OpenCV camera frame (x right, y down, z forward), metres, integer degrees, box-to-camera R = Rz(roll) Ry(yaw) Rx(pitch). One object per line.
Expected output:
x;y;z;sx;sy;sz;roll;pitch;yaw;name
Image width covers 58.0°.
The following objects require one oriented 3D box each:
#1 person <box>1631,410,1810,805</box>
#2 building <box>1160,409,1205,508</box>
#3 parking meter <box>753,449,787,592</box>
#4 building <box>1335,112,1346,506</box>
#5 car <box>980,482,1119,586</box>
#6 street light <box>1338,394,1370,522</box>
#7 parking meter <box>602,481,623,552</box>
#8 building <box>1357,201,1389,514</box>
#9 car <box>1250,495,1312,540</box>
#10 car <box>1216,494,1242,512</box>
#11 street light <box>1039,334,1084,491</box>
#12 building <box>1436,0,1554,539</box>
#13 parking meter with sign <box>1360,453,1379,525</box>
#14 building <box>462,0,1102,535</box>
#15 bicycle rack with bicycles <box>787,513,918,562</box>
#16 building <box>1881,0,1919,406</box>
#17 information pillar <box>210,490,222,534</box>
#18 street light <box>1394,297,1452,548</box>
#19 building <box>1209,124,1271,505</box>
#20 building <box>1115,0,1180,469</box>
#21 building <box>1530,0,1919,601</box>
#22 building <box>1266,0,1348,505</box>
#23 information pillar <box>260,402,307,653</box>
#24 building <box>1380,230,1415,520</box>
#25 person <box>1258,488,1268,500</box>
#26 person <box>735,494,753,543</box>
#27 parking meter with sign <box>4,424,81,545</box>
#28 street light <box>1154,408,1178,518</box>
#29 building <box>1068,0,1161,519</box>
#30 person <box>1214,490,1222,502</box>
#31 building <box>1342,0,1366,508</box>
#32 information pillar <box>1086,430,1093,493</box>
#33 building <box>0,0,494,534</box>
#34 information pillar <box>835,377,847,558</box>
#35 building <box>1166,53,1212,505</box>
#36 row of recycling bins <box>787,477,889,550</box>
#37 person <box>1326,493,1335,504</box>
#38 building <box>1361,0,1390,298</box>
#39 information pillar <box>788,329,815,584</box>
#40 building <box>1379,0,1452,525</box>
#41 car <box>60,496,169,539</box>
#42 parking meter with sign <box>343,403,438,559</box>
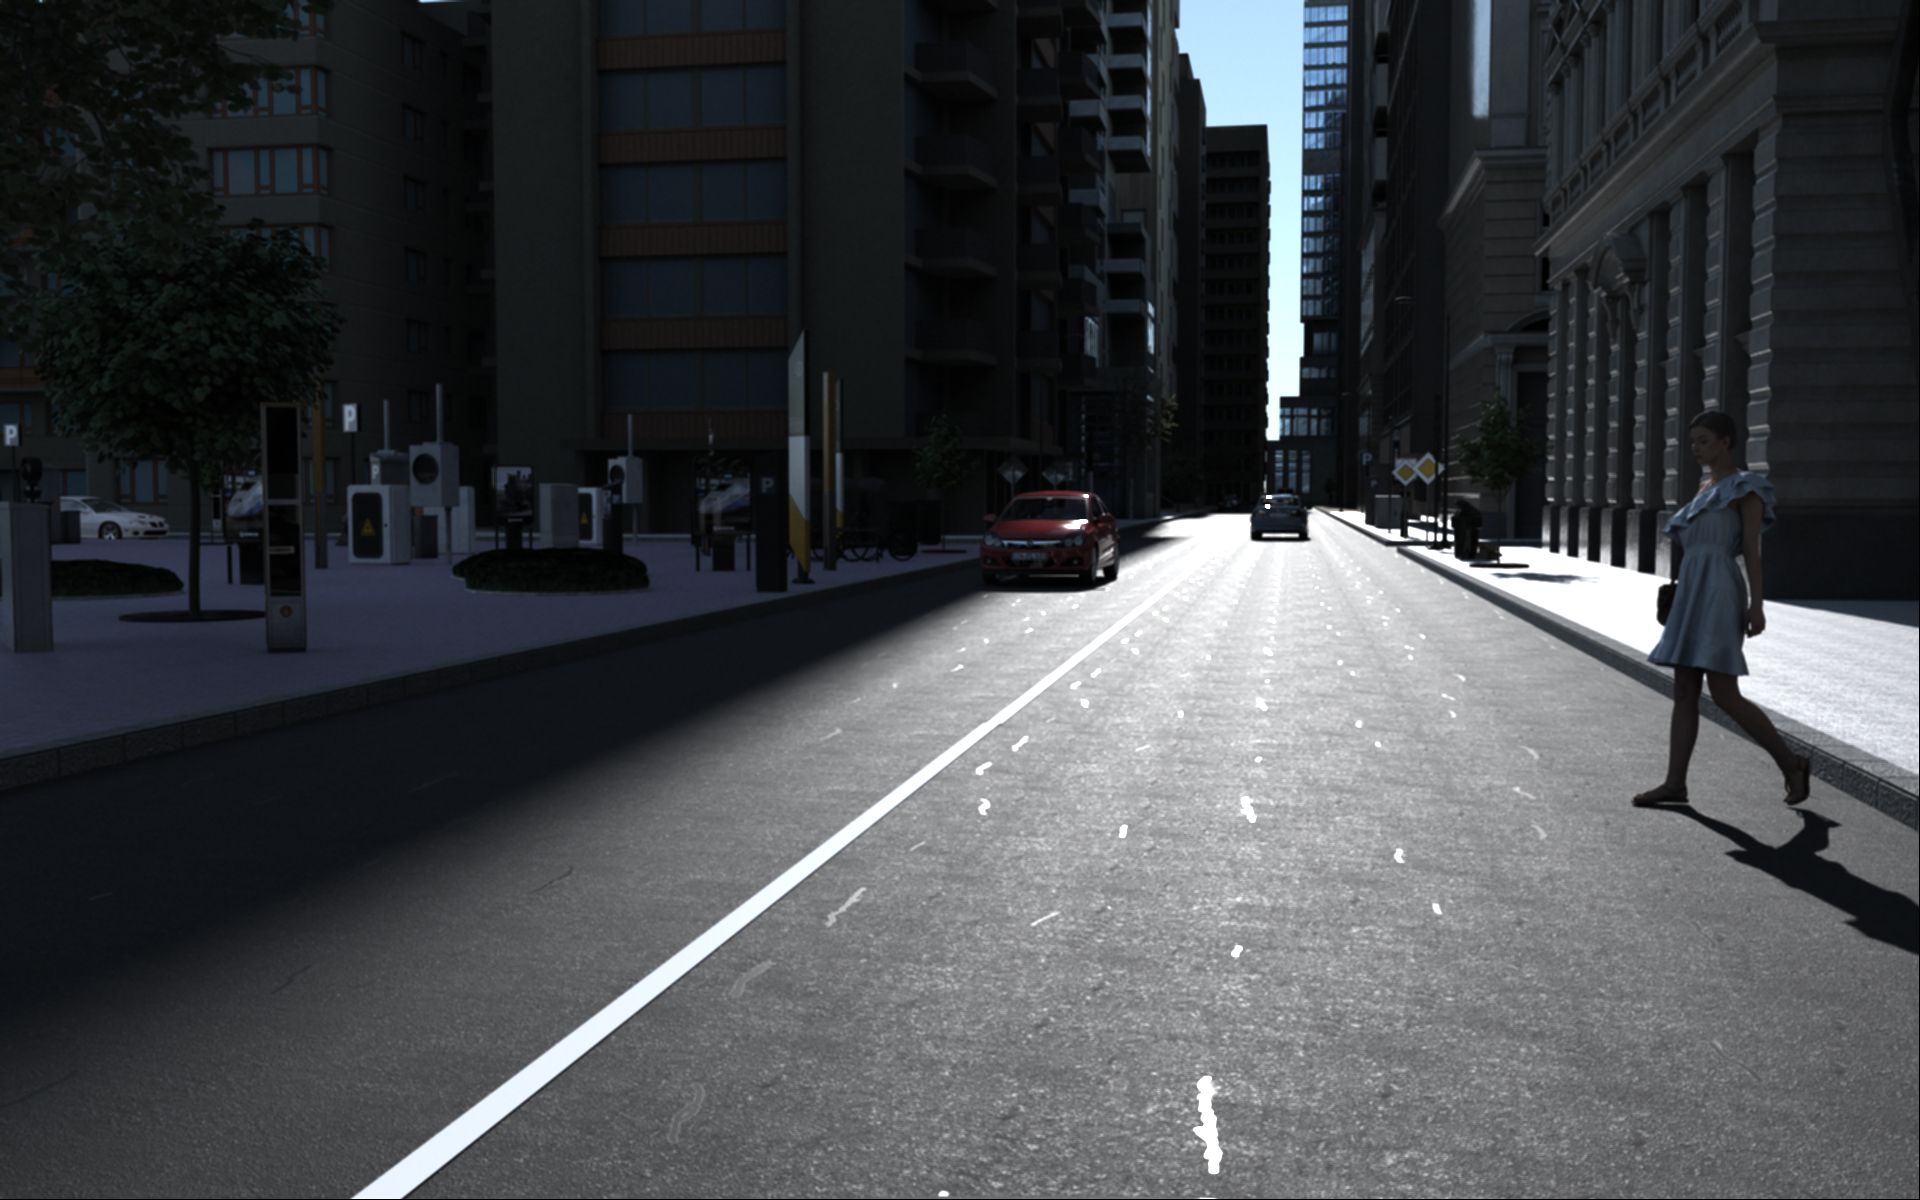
3.486;0.038;7.967;0.778;1.811;0.616;0;4;2;person
7.073;-29.018;166.318;32.217;40.220;23.993;1;4;11;building
-2.488;-1.040;22.709;0.399;1.863;0.255;1;4;15;parking meter
48.039;-30.821;187.509;14.154;41.232;14.086;1;4;11;building
1.537;-1.197;28.609;2.155;1.783;4.494;1;4;12;car
18.327;-6.577;80.068;1.470;5.913;1.316;1;4;11;street light
-6.574;-1.490;32.770;0.372;1.533;0.369;0;3;0;parking meter
31.102;-16.115;112.630;9.793;20.994;18.267;1;4;11;building
10.343;-2.688;55.949;2.014;1.417;4.499;1;4;12;car
21.539;-7.884;138.688;2.009;1.686;4.222;1;4;10;car
2.896;-4.769;50.514;1.470;5.913;1.316;1;4;11;street light
25.421;-16.323;52.783;20.117;28.700;13.634;1;4;11;building
17.104;-4.632;71.999;0.543;3.016;1.738;0;4;-1;parking meter with sign
-6.347;-25.208;66.771;22.147;44.769;28.867;1;4;11;building
-2.270;-1.218;33.299;2.925;0.926;2.852;0;4;1;bicycle rack with bicycles
15.385;-8.730;10.184;16.820;18.784;16.811;1;4;11;building
-24.168;-3.164;56.226;0.304;2.012;0.304;-2;4;-34;information pillar
10.955;-4.186;40.978;1.470;5.913;1.316;1;4;11;street light
28.054;-36.398;218.812;21.600;48.544;21.300;1;4;11;building
3.536;-33.706;140.335;28.713;52.752;27.495;1;4;11;building
16.163;-12.213;28.562;11.050;23.489;19.941;1;4;11;building
53.988;-55.082;213.257;31.000;86.520;22.319;1;4;11;building
-5.498;-0.586;14.076;0.304;2.012;0.304;-2;4;-23;information pillar
28.657;-14.034;94.076;10.561;19.102;19.286;1;4;11;building
17.422;-5.567;99.715;0.606;1.804;0.583;0;4;-7;person
-6.031;-2.400;48.010;0.573;1.790;0.520;0;4;-4;person
-23.244;-2.917;43.958;0.543;3.016;1.738;2;4;25;parking meter with sign
11.046;-7.399;93.518;1.470;5.913;1.316;1;4;11;street light
1.314;-48.313;102.584;22.319;86.520;31.000;1;4;11;building
30.714;-12.054;205.218;1.348;1.869;0.705;2;4;33;person
47.391;-38.098;164.905;21.231;58.520;28.212;1;4;11;building
4.791;-4.439;63.938;0.183;3.616;0.504;-1;4;-15;information pillar
-32.161;-13.869;71.791;28.899;21.520;27.650;1;4;11;building
-2.542;-2.669;34.991;0.504;3.616;0.183;3;5;40;information pillar
15.746;-34.639;190.048;21.600;48.544;21.300;1;4;11;building
-3.179;-2.077;41.078;3.534;1.692;1.069;-3;4;-38;row of recycling bins
43.154;-11.752;201.476;1.217;1.723;0.721;1;4;20;person
46.137;-33.504;137.023;28.713;52.752;27.495;1;4;11;building
-2.297;-2.047;24.820;0.183;3.616;0.504;-2;4;-34;information pillar
25.577;-17.058;72.399;14.314;27.812;24.014;1;4;11;building
-25.853;-2.380;51.274;4.827;1.381;2.083;1;4;11;car
-11.171;-2.314;34.092;0.543;3.016;1.738;3;5;42;parking meter with sign
